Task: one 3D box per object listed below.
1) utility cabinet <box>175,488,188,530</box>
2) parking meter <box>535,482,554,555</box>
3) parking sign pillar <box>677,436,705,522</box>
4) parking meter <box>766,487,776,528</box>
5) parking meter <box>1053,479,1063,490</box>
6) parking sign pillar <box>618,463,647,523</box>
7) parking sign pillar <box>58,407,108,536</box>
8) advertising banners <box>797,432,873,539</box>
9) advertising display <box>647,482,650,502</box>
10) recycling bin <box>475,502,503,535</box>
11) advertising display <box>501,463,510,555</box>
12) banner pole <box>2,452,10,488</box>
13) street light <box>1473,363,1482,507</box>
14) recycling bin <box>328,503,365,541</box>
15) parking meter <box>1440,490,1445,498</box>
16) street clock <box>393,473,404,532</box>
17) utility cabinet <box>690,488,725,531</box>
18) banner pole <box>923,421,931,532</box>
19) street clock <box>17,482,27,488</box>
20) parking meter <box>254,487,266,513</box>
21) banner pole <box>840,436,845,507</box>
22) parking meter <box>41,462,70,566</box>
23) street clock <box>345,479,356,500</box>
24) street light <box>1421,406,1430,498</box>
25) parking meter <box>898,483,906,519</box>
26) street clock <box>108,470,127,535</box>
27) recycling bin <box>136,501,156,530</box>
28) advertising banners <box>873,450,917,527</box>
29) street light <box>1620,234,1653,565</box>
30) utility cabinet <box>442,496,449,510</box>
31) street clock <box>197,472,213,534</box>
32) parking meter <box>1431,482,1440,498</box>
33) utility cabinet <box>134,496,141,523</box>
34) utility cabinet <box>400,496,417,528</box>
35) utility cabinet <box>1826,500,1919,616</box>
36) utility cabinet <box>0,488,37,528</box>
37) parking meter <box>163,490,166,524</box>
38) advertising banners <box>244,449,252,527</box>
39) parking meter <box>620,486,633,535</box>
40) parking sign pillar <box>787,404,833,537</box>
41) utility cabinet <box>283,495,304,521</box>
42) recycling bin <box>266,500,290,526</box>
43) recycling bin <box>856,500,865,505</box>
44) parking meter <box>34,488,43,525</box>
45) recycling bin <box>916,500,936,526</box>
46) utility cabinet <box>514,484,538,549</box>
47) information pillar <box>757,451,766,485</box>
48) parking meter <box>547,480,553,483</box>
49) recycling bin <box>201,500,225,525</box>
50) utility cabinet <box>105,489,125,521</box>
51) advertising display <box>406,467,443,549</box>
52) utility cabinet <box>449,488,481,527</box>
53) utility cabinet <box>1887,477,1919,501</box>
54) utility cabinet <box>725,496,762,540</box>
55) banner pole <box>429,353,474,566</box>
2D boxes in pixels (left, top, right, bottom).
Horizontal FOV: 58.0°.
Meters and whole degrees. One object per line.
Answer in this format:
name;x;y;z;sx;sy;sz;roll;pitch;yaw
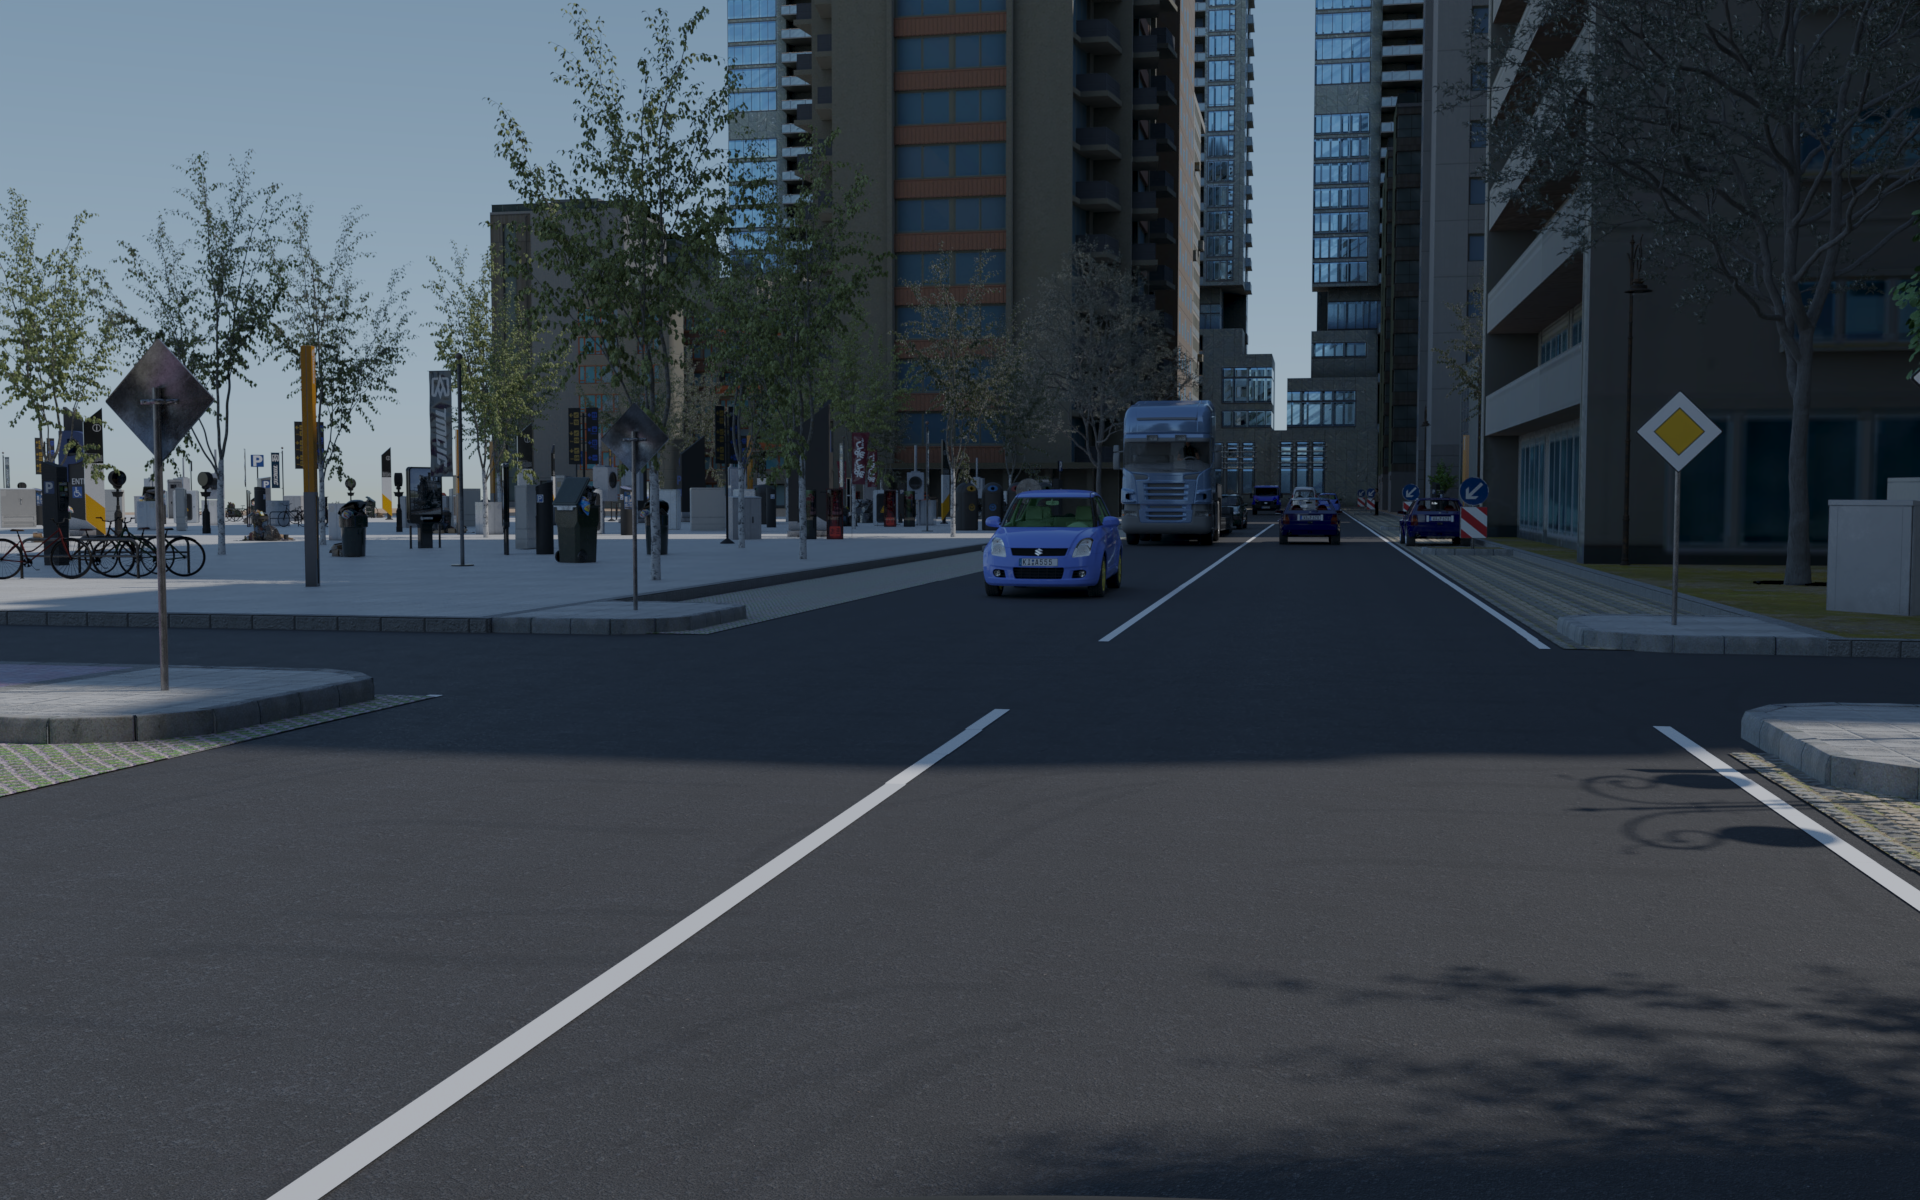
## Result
utility cabinet;-27.309;-3.187;60.780;0.318;1.500;1.173;-1;4;-21
parking meter;-8.826;-1.736;36.795;0.372;1.533;0.369;0;3;0
parking sign pillar;-12.355;-5.570;79.545;1.447;3.967;1.447;-3;5;-43
parking meter;-7.239;-3.549;66.431;0.372;1.533;0.369;0;3;0
parking meter;3.724;-3.676;65.820;0.255;1.863;0.399;2;4;25
parking sign pillar;-14.464;-5.405;76.844;1.447;3.967;1.447;2;4;29
parking sign pillar;-26.973;-3.956;53.159;1.447;3.967;1.447;1;4;13
advertising banners;-3.564;-3.224;48.894;2.074;3.025;0.090;0;4;6
advertising display;-16.459;-5.250;91.059;0.123;1.923;0.974;-2;4;-30
recycling bin;-14.925;-2.596;55.005;0.722;1.027;0.722;-3;4;-37
advertising display;-9.631;-1.926;36.706;0.123;1.923;0.974;-1;4;-17
banner pole;-56.490;-6.884;102.576;0.863;3.779;0.401;2;4;31
street light;18.087;-5.356;60.358;0.468;5.910;1.993;1;4;12
recycling bin;-17.040;-2.176;48.135;0.722;1.027;0.722;2;4;27
parking meter;24.158;-4.805;86.968;0.372;1.533;0.369;0;3;0
street clock;-18.937;-3.295;58.448;0.358;2.002;0.471;-1;4;-9
utility cabinet;-8.744;-3.139;59.994;1.173;1.500;0.318;-1;4;-18
banner pole;-1.099;-4.228;59.140;0.401;3.779;0.863;0;4;-6
street clock;-56.660;-6.122;104.658;0.471;2.002;0.358;0;4;-6
parking meter;-34.885;-4.761;86.249;0.372;1.533;0.369;0;3;0
banner pole;-5.071;-5.177;74.668;0.401;3.779;0.863;-1;4;-19
parking meter;-16.255;-1.555;31.138;0.399;1.863;0.255;1;4;15
street clock;-28.074;-4.603;79.826;0.471;2.002;0.358;1;4;20
street light;24.080;-7.151;89.703;0.468;5.910;1.993;1;4;12
parking meter;-3.004;-5.124;89.489;0.399;1.863;0.255;0;4;5
street clock;-25.521;-2.931;52.491;0.358;2.002;0.471;3;4;37
recycling bin;-28.720;-2.990;61.446;0.722;1.027;0.722;0;4;-7
advertising banners;-2.699;-4.360;67.471;2.074;3.025;0.090;0;4;-2
street light;11.985;-3.563;31.035;0.468;5.910;1.993;1;4;12
utility cabinet;-20.343;-3.439;67.394;1.020;1.237;0.306;1;4;14
street clock;-24.419;-3.150;56.080;0.471;2.002;0.358;2;4;25
parking meter;23.302;-4.839;84.832;0.255;1.863;0.399;-2;4;-24
utility cabinet;-35.693;-3.956;75.843;1.020;1.237;0.306;2;4;24
utility cabinet;-21.020;-3.359;66.084;0.306;1.237;1.020;1;4;10
utility cabinet;9.912;-0.462;18.708;0.306;1.237;1.020;-2;4;-25
utility cabinet;-35.706;-3.484;65.644;1.173;1.500;0.318;-3;4;-37
parking meter;-33.909;-3.982;73.516;0.372;1.533;0.369;0;3;0
advertising banners;-27.768;-4.361;67.488;0.090;3.025;2.074;-1;4;-17
parking meter;-10.365;-2.777;53.818;0.372;1.533;0.369;0;3;0
parking sign pillar;-4.510;-3.902;52.263;1.447;3.967;1.447;1;4;13
utility cabinet;-31.760;-4.370;82.609;1.020;1.237;0.306;1;4;19
recycling bin;-27.311;-3.467;69.241;0.722;1.027;0.722;1;4;23
recycling bin;-4.841;-4.157;80.515;0.722;1.027;0.722;1;4;9
parking meter;-37.948;-3.845;71.273;0.372;1.533;0.369;0;3;0
recycling bin;-1.383;-3.571;70.939;0.722;1.027;0.722;1;4;9
utility cabinet;-10.086;-1.946;40.501;0.318;1.500;1.173;0;4;4
information pillar;-10.413;-6.101;91.107;0.504;3.616;0.183;-1;4;-9
parking meter;-17.237;-4.106;72.848;0.255;1.863;0.399;-1;4;-14
recycling bin;-31.250;-3.665;72.484;0.722;1.027;0.722;3;5;44
utility cabinet;-40.154;-4.479;81.909;1.173;1.500;0.318;0;4;-2
advertising display;-12.652;-2.185;40.933;0.123;1.923;0.974;2;4;33
utility cabinet;-19.284;-3.596;67.468;1.173;1.500;0.318;-3;5;-40
utility cabinet;12.839;-0.886;23.168;0.318;1.500;1.173;0;4;2
utility cabinet;-6.087;-2.310;48.932;0.306;1.237;1.020;3;5;45
banner pole;-9.087;-2.496;30.829;0.863;3.779;0.401;1;4;18
